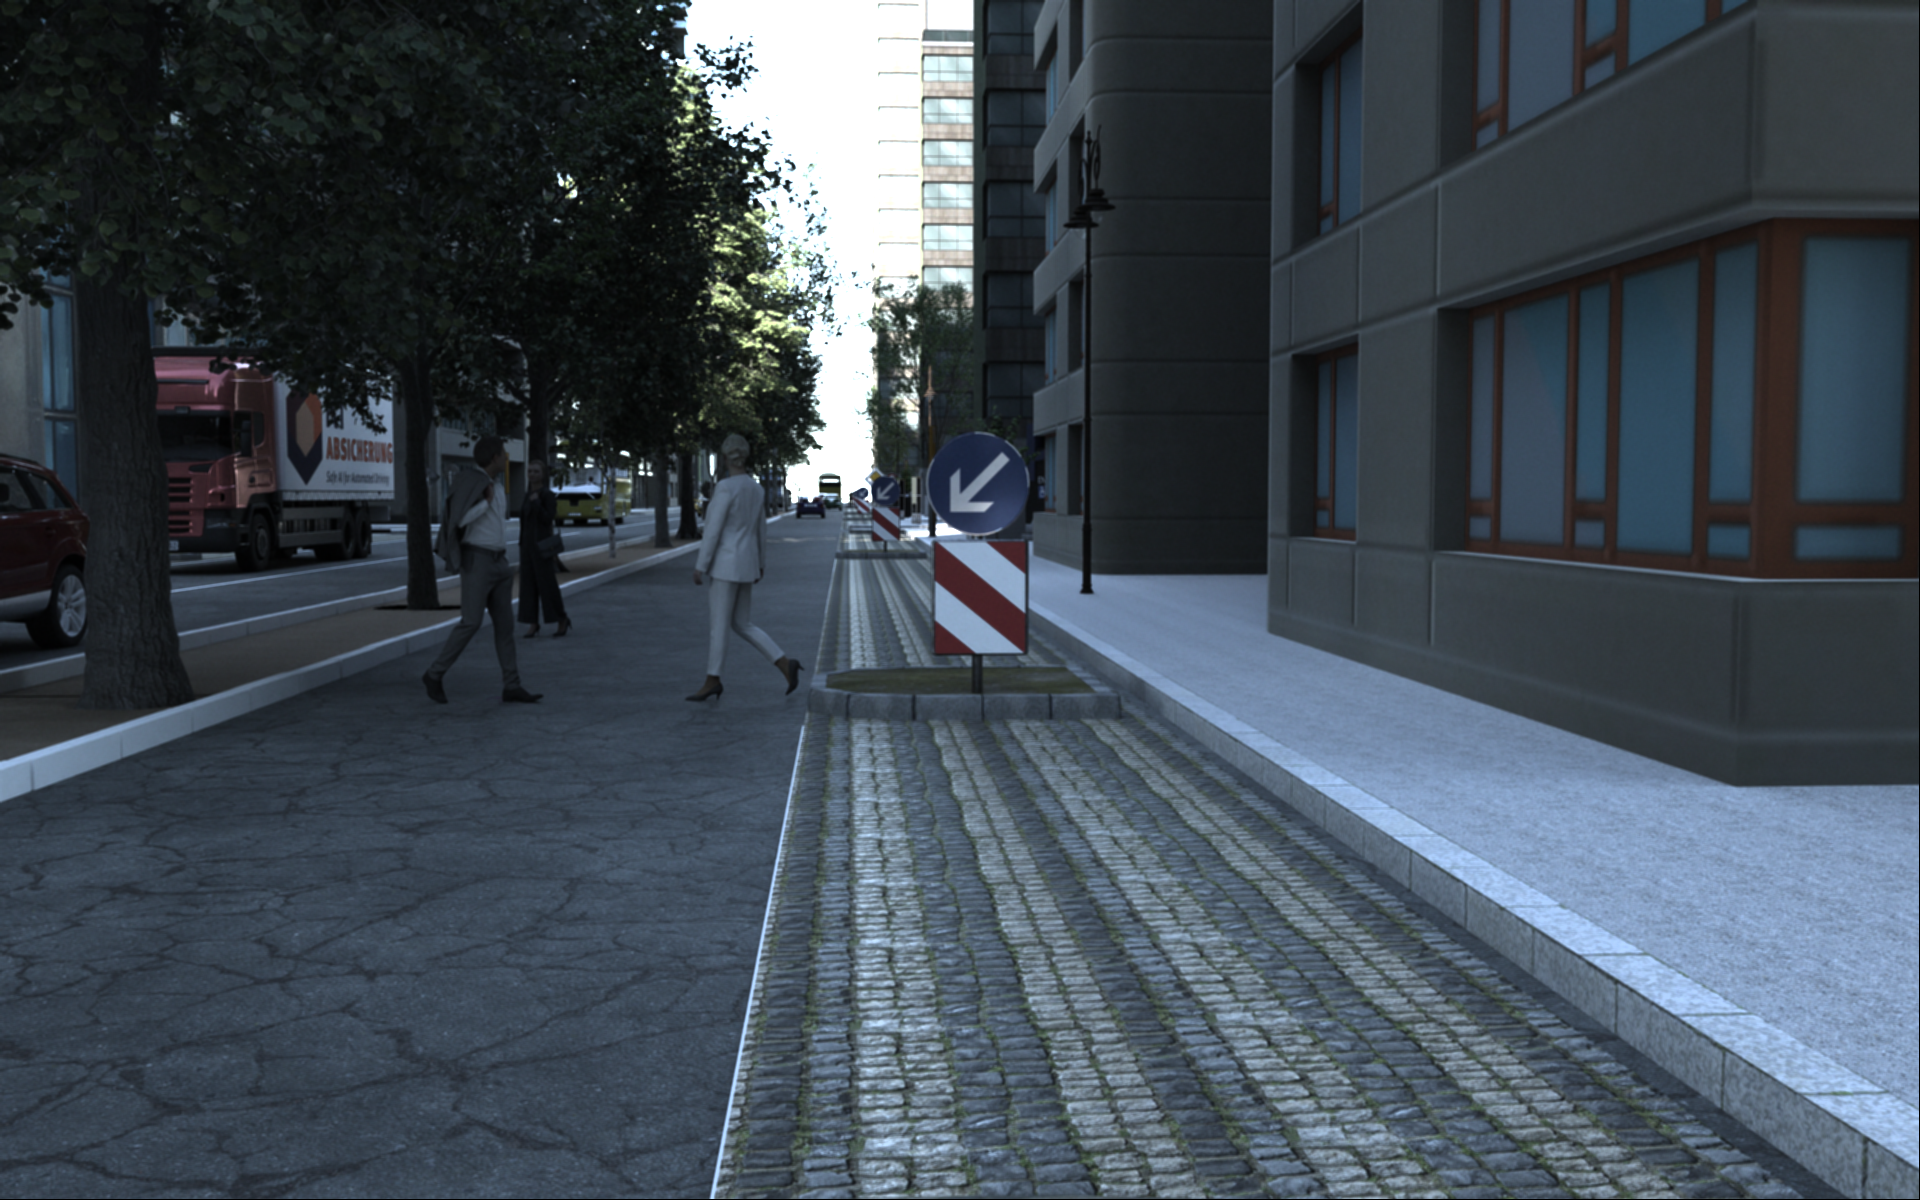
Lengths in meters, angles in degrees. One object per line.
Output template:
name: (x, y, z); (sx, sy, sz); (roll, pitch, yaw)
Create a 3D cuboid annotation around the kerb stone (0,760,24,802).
kerb stone: (-4.508, 0.878, 7.847); (0.120, 0.150, 1.000); (0, 4, -4)

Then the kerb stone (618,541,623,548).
kerb stone: (-9.059, -1.426, 45.557); (0.120, 0.150, 1.000); (0, 4, -4)

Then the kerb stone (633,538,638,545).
kerb stone: (-9.246, -1.614, 48.621); (0.120, 0.150, 1.000); (0, 4, -4)

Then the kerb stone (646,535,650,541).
kerb stone: (-9.452, -1.804, 51.690); (0.120, 0.150, 1.000); (0, 4, -4)

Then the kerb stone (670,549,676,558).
kerb stone: (-6.493, -0.999, 38.523); (0.120, 0.150, 1.000); (0, 4, -4)

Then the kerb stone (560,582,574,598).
kerb stone: (-5.562, -0.116, 24.191); (0.120, 0.150, 1.000); (0, 4, -4)

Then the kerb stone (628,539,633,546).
kerb stone: (-9.180, -1.551, 47.600); (0.120, 0.150, 1.000); (0, 4, -4)

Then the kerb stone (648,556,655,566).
kerb stone: (-6.231, -0.744, 34.431); (0.120, 0.150, 1.000); (0, 4, -4)

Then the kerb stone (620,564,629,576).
kerb stone: (-5.961, -0.497, 30.338); (0.120, 0.150, 1.000); (0, 4, -4)

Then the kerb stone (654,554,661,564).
kerb stone: (-6.296, -0.805, 35.455); (0.120, 0.150, 1.000); (0, 4, -4)

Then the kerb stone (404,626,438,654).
kerb stone: (-5.034, 0.378, 16.016); (0.120, 0.150, 1.000); (0, 4, -4)

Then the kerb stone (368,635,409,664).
kerb stone: (-4.981, 0.442, 14.995); (0.120, 0.150, 1.000); (0, 4, -4)

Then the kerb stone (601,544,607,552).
kerb stone: (-8.859, -1.239, 42.494); (0.120, 0.150, 1.000); (0, 4, -4)

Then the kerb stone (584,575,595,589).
kerb stone: (-5.699, -0.247, 26.240); (0.120, 0.150, 1.000); (0, 4, -4)

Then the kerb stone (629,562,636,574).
kerb stone: (-6.028, -0.561, 31.365); (0.120, 0.150, 1.000); (0, 4, -4)

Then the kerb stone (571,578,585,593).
kerb stone: (-5.636, -0.185, 25.218); (0.120, 0.150, 1.000); (0, 4, -4)

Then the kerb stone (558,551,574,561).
kerb stone: (-8.524, -0.928, 37.383); (0.120, 0.150, 1.000); (0, 4, -4)

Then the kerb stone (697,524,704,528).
kerb stone: (-10.817, -3.089, 72.737); (0.120, 0.150, 1.000); (0, 4, -4)

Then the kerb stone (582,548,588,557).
kerb stone: (-8.659, -1.052, 39.429); (0.120, 0.150, 1.000); (0, 4, -4)

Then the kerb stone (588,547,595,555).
kerb stone: (-8.728, -1.111, 40.454); (0.120, 0.150, 1.000); (0, 4, -4)

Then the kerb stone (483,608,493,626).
kerb stone: (-5.238, 0.192, 19.076); (0.120, 0.150, 1.000); (0, 4, -4)

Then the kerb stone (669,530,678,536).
kerb stone: (-10.052, -2.367, 60.888); (0.120, 0.150, 1.000); (0, 4, -4)

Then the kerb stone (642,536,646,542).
kerb stone: (-9.384, -1.741, 50.661); (0.120, 0.150, 1.000); (0, 4, -4)

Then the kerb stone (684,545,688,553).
kerb stone: (-6.696, -1.180, 41.590); (0.120, 0.150, 1.000); (0, 4, -4)

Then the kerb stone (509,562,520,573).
kerb stone: (-8.195, -0.616, 32.263); (0.120, 0.150, 1.000); (0, 4, -4)

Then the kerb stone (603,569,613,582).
kerb stone: (-5.832, -0.373, 28.288); (0.120, 0.150, 1.000); (0, 4, -4)

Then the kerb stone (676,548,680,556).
kerb stone: (-6.556, -1.058, 39.545); (0.120, 0.150, 1.000); (0, 4, -4)

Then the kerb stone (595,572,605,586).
kerb stone: (-5.760, -0.305, 27.268); (0.120, 0.150, 1.000); (0, 4, -4)

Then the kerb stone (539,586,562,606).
kerb stone: (-5.507, -0.059, 23.166); (0.120, 0.150, 1.000); (0, 4, -4)

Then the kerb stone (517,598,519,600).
kerb stone: (-5.369, 0.066, 21.118); (0.120, 0.150, 1.000); (0, 4, -4)

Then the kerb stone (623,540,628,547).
kerb stone: (-9.126, -1.491, 46.579); (0.120, 0.150, 1.000); (0, 4, -4)

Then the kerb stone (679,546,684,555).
kerb stone: (-6.623, -1.118, 40.566); (0.120, 0.150, 1.000); (0, 4, -4)

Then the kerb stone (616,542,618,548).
kerb stone: (-8.987, -1.366, 44.538); (0.120, 0.150, 1.000); (0, 4, -4)

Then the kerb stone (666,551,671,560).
kerb stone: (-6.429, -0.932, 37.502); (0.120, 0.150, 1.000); (0, 4, -4)

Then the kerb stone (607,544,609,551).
kerb stone: (-8.925, -1.298, 43.518); (0.120, 0.150, 1.000); (0, 4, -4)

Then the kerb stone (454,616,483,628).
kerb stone: (-5.167, 0.253, 18.056); (0.120, 0.150, 1.000); (0, 4, -4)

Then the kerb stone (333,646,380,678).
kerb stone: (-4.900, 0.507, 13.976); (0.120, 0.150, 1.000); (0, 4, -4)

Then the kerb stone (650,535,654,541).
kerb stone: (-9.517, -1.867, 52.715); (0.120, 0.150, 1.000); (0, 4, -4)

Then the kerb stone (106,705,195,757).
kerb stone: (-4.636, 0.753, 9.887); (0.120, 0.150, 1.000); (0, 4, -4)

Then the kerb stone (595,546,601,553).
kerb stone: (-8.795, -1.179, 41.473); (0.120, 0.150, 1.000); (0, 4, -4)

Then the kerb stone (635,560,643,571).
kerb stone: (-6.098, -0.620, 32.391); (0.120, 0.150, 1.000); (0, 4, -4)

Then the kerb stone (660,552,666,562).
kerb stone: (-6.354, -0.873, 36.476); (0.120, 0.150, 1.000); (0, 4, -4)

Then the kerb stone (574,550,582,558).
kerb stone: (-8.587, -0.992, 38.409); (0.120, 0.150, 1.000); (0, 4, -4)

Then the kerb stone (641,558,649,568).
kerb stone: (-6.165, -0.681, 33.411); (0.120, 0.150, 1.000); (0, 4, -4)

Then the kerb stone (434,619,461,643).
kerb stone: (-5.099, 0.321, 17.036); (0.120, 0.150, 1.000); (0, 4, -4)

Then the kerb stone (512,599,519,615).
kerb stone: (-5.299, 0.128, 20.098); (0.120, 0.150, 1.000); (0, 4, -4)

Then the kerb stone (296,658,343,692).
kerb stone: (-4.842, 0.575, 12.956); (0.120, 0.150, 1.000); (0, 4, -4)

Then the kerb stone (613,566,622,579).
kerb stone: (-5.898, -0.436, 29.318); (0.120, 0.150, 1.000); (0, 4, -4)

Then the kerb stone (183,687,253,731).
kerb stone: (-4.705, 0.693, 10.914); (0.120, 0.150, 1.000); (0, 4, -4)

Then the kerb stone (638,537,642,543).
kerb stone: (-9.315, -1.679, 49.641); (0.120, 0.150, 1.000); (0, 4, -4)

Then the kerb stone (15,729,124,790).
kerb stone: (-4.567, 0.815, 8.867); (0.120, 0.150, 1.000); (0, 4, -4)

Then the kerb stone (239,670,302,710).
kerb stone: (-4.773, 0.628, 11.935); (0.120, 0.150, 1.000); (0, 4, -4)
